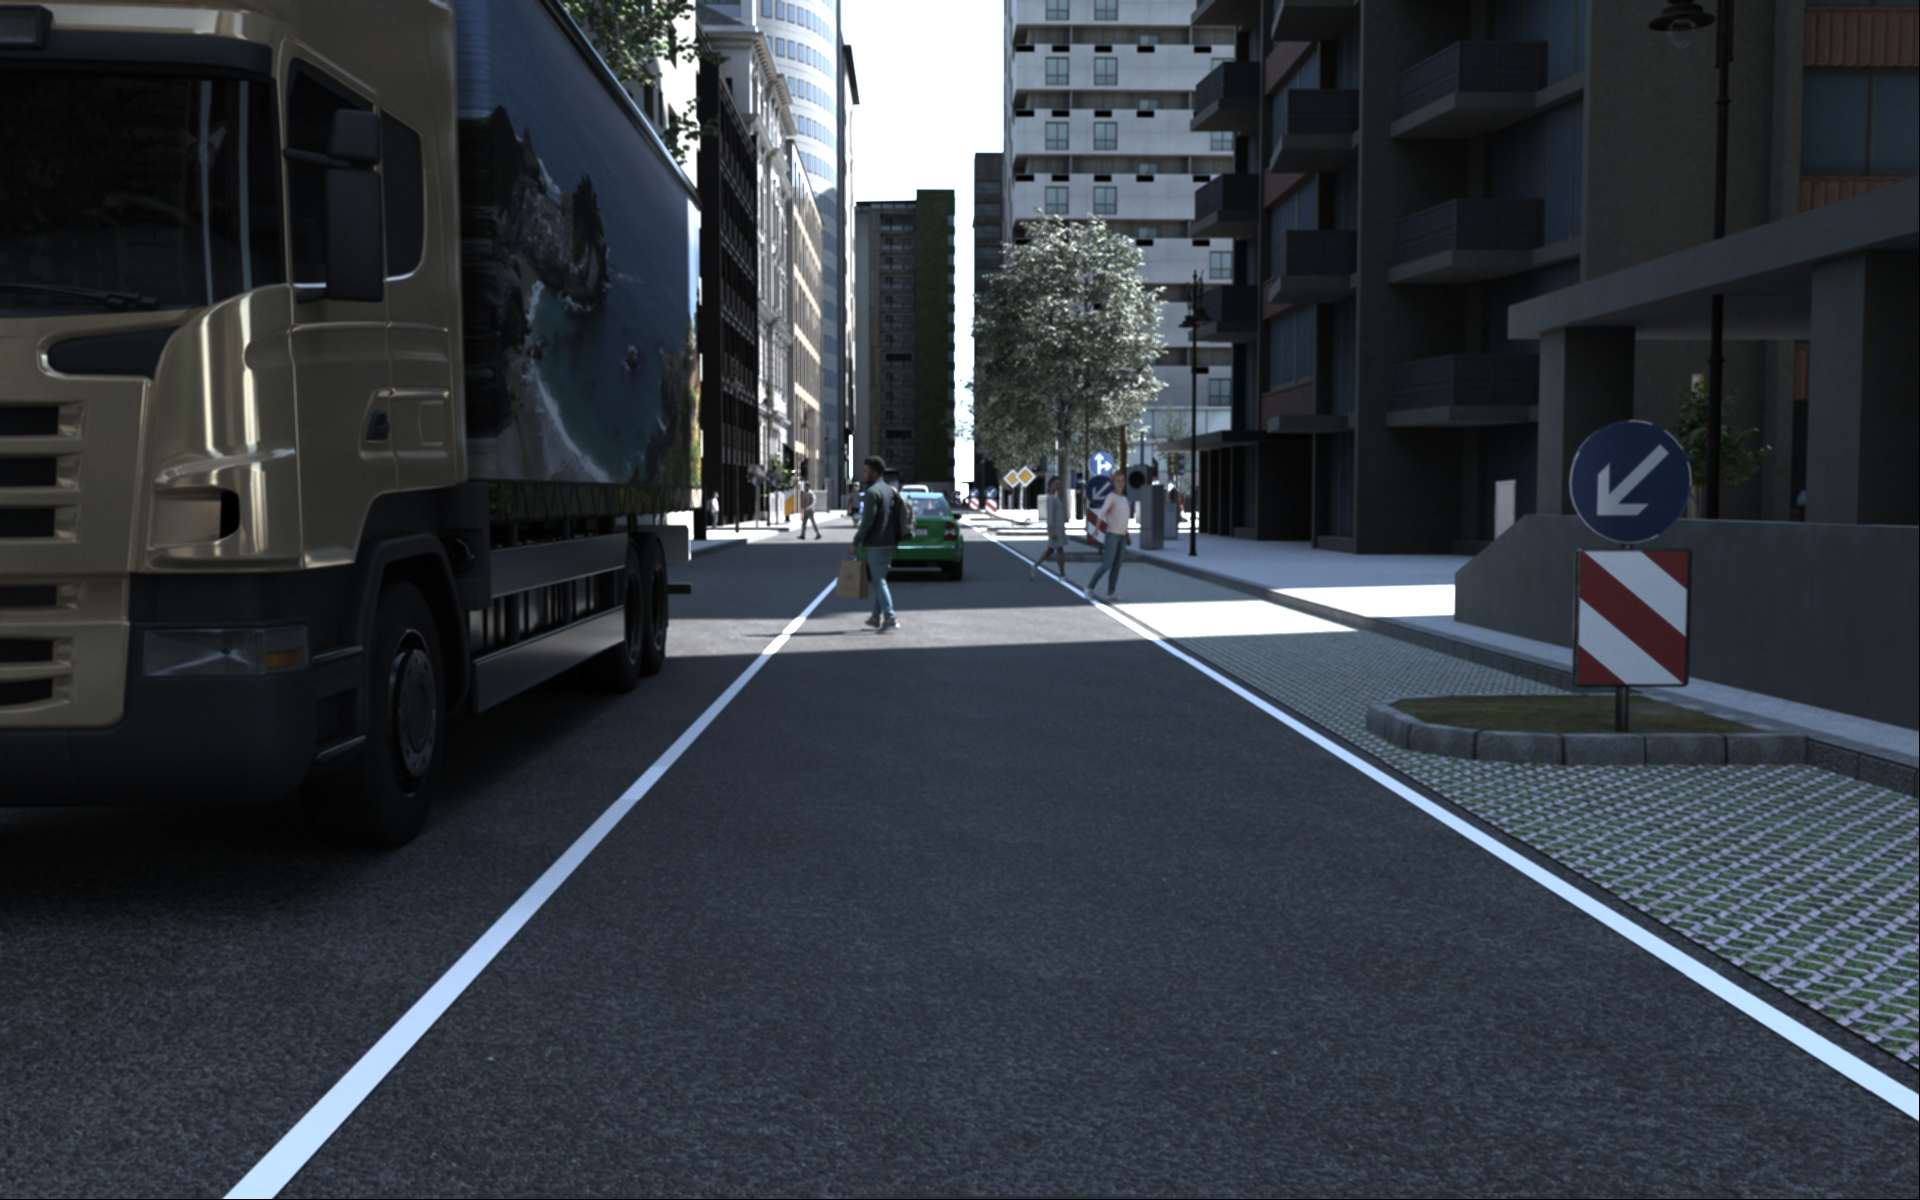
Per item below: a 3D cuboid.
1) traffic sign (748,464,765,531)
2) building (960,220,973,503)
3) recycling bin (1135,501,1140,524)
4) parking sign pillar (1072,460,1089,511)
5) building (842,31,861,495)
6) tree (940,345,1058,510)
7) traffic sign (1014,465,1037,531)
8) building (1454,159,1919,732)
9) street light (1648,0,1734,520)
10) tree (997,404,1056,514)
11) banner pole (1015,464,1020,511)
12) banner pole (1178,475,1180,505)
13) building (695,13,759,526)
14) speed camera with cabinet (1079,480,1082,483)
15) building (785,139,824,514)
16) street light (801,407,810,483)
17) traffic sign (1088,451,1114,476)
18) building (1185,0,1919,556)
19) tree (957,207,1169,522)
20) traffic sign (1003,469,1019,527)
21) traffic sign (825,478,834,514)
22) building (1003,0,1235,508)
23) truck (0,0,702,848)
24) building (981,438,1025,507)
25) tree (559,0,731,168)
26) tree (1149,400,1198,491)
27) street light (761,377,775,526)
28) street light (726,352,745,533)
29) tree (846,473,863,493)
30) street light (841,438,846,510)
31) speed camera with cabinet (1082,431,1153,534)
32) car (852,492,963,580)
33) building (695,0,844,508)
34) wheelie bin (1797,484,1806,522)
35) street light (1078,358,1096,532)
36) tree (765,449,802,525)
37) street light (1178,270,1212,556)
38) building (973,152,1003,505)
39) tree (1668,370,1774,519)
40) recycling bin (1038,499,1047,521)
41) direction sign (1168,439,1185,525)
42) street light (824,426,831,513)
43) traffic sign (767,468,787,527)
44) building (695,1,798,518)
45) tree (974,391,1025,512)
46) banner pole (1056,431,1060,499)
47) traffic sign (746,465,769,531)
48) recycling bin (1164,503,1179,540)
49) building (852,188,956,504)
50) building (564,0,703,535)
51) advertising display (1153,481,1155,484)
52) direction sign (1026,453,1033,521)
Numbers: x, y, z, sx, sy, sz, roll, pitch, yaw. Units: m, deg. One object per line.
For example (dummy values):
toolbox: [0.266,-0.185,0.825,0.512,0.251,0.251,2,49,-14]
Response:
traffic sign: [-7.037,-3.531,59.865,0.606,2.300,0.079,0,4,7]
building: [14.565,-35.703,238.376,28.867,44.769,22.147,0,4,-1]
recycling bin: [7.866,-3.726,73.476,0.722,1.027,0.722,-1,4,-13]
parking sign pillar: [9.080,-8.704,130.786,1.447,3.967,1.447,0,4,0]
building: [-25.794,-37.520,202.687,27.495,52.752,28.713,0,4,-1]
tree: [3.344,-13.895,137.556,12.009,13.543,11.850,0,3,0]
traffic sign: [2.257,-3.442,59.914,0.795,2.450,0.064,0,4,-1]
building: [21.258,-19.440,9.723,32.217,40.220,23.993,0,4,-1]
street light: [5.425,-2.422,12.383,0.468,5.910,1.993,0,4,-1]
tree: [4.011,-9.849,111.392,4.360,8.622,3.978,0,3,0]
banner pole: [4.310,-8.544,129.718,0.401,3.779,0.863,-2,4,-28]
banner pole: [13.773,-7.265,108.802,0.401,3.779,0.863,1,4,17]
building: [-15.792,-15.068,76.045,12.332,23.373,15.834,0,4,-1]
speed camera with cabinet: [7.756,-7.467,116.422,2.038,3.252,0.660,-1,4,-21]
building: [-20.357,-19.585,124.730,19.350,26.468,34.151,0,4,-1]
street light: [-8.198,-7.289,91.958,0.468,5.910,1.993,0,4,-1]
traffic sign: [4.162,-3.117,51.077,0.768,2.556,0.104,0,4,3]
building: [17.824,-23.808,43.879,22.147,44.769,28.867,0,4,-1]
tree: [4.767,-10.492,78.196,9.857,13.997,8.962,0,3,0]
traffic sign: [2.068,-3.930,67.897,0.795,2.450,0.064,0,4,-1]
traffic sign: [-8.220,-6.553,109.276,0.606,2.300,0.079,0,4,3]
building: [17.900,-34.789,158.035,28.713,52.752,27.495,0,4,-1]
truck: [-3.472,-1.313,10.385,2.839,4.237,11.283,0,4,-1]
building: [13.958,-53.422,186.113,22.319,86.520,31.000,0,4,-1]
tree: [-6.581,-5.813,20.806,9.928,11.665,9.643,0,3,0]
tree: [16.642,-11.194,133.382,4.360,8.622,3.978,0,3,0]
street light: [-7.616,-5.870,68.765,0.468,5.910,1.993,0,4,-1]
street light: [-7.310,-5.129,56.641,0.468,5.910,1.993,0,4,-1]
tree: [-10.091,-10.318,163.300,1.663,3.219,1.824,0,3,0]
street light: [-9.266,-10.128,138.382,0.468,5.910,1.993,0,4,-1]
speed camera with cabinet: [5.006,-3.677,54.462,2.038,3.252,0.660,2,4,26]
car: [-0.909,-1.311,30.230,1.959,1.807,4.718,0,4,-3]
building: [-21.678,-37.529,155.592,21.231,58.520,28.212,0,4,-1]
wheelie bin: [14.506,-1.296,29.092,0.980,1.594,0.693,-1,4,-16]
street light: [4.331,-5.276,59.057,0.468,5.910,1.993,0,4,-1]
tree: [-7.742,-4.802,73.113,1.663,3.219,1.824,0,3,0]
street light: [4.846,-3.858,35.863,0.468,5.910,1.993,0,4,-1]
building: [8.576,-32.188,209.876,14.154,41.232,14.086,0,4,-1]
tree: [11.408,-1.973,26.863,1.663,3.219,1.824,0,3,0]
recycling bin: [4.113,-4.285,82.614,0.722,1.027,0.722,1,4,11]
direction sign: [8.949,-4.875,71.702,0.876,3.537,0.379,-2,4,-33]
street light: [-8.781,-8.709,115.186,0.468,5.910,1.993,0,4,-1]
traffic sign: [-7.174,-3.918,67.700,0.795,2.450,0.064,0,4,-1]
building: [-16.572,-18.847,95.531,14.401,28.519,23.554,0,4,-1]
tree: [3.105,-10.577,123.289,4.737,8.622,4.395,0,3,0]
banner pole: [3.844,-4.793,68.379,0.401,3.779,0.863,1,4,12]
traffic sign: [-6.986,-3.430,59.717,0.795,2.450,0.064,0,4,-1]
recycling bin: [5.797,-2.227,48.963,0.722,1.027,0.722,1,4,10]
building: [-7.617,-33.662,233.960,14.086,41.232,14.154,0,4,-1]
building: [-22.658,-12.098,42.843,28.899,21.520,27.650,0,4,-1]
advertising display: [9.275,-4.866,84.771,0.123,1.923,0.974,2,4,32]
direction sign: [3.337,-5.616,83.822,0.379,3.537,0.876,1,4,18]
